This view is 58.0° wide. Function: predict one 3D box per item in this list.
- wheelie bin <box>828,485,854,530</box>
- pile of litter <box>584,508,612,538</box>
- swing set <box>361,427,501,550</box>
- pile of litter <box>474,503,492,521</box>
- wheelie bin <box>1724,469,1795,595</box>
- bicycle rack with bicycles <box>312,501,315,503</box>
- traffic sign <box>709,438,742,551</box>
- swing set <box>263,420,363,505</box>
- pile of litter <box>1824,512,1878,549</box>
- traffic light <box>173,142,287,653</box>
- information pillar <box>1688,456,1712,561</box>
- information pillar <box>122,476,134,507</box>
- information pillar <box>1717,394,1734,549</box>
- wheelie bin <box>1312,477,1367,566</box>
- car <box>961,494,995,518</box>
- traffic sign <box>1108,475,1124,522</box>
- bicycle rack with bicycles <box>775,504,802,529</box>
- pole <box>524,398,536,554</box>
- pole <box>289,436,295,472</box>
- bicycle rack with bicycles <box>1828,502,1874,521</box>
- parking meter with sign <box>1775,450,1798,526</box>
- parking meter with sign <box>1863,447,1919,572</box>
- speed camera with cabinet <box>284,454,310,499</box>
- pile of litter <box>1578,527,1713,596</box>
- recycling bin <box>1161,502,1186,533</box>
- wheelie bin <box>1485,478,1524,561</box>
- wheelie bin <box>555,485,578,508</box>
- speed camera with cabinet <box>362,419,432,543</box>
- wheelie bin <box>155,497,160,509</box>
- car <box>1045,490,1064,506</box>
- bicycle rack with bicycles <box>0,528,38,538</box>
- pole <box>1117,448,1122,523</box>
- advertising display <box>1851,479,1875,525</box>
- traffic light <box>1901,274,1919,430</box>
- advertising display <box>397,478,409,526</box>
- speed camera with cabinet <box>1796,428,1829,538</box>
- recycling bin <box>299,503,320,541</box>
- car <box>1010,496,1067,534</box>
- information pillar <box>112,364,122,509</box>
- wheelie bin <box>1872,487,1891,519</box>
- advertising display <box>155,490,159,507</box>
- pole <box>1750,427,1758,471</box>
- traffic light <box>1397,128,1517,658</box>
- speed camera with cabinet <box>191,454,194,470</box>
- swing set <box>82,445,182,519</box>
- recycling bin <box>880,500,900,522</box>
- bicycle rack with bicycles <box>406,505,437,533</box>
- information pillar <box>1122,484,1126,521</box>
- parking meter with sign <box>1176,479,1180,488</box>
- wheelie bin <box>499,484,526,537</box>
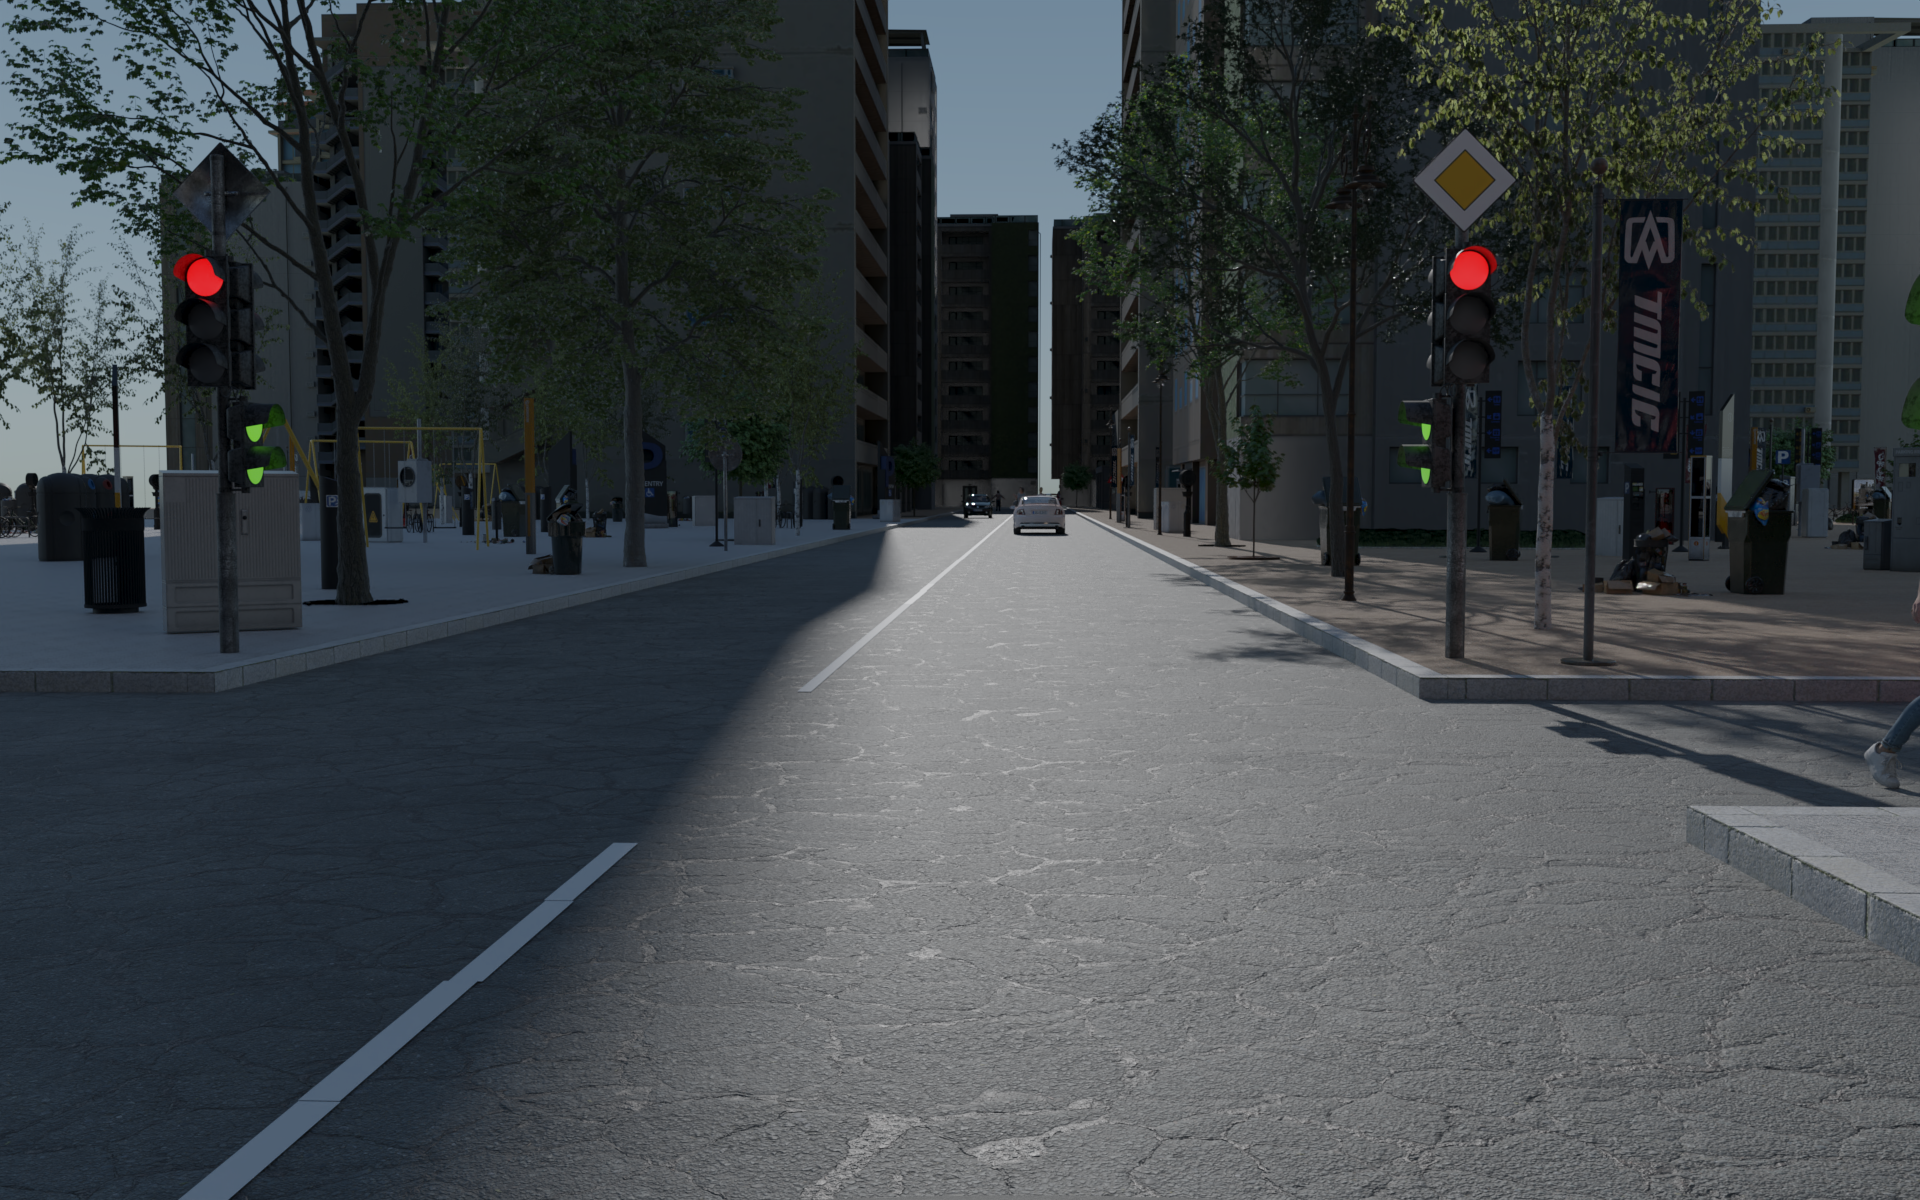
[{"bbox_3d":[-4.270,-3.322,62.229,0.980,1.594,0.693,0,4,3],"label":"wheelie bin"},{"bbox_3d":[-10.949,-2.296,51.512,1.176,0.858,1.719,0,4,-8],"label":"pile of litter"},{"bbox_3d":[-12.557,-2.633,40.672,3.119,2.851,2.862,-1,4,-10],"label":"swing set"},{"bbox_3d":[-22.272,-4.111,81.182,1.719,0.858,1.176,2,4,30],"label":"pile of litter"},{"bbox_3d":[10.296,-0.881,22.318,0.693,1.594,0.980,0,4,1],"label":"wheelie bin"},{"bbox_3d":[-32.489,-4.617,88.876,2.925,0.926,2.852,-3,5,-41],"label":"bicycle rack with bicycles"},{"bbox_3d":[-5.278,-2.377,38.964,0.768,2.556,0.104,0,4,6],"label":"traffic sign"},{"bbox_3d":[-13.339,-2.220,33.910,2.862,2.851,3.119,-1,4,-21],"label":"swing set"},{"bbox_3d":[21.142,-1.613,40.335,1.719,0.858,1.176,3,5,40],"label":"pile of litter"},{"bbox_3d":[-5.891,-1.527,13.889,0.839,4.253,0.868,0,4,3],"label":"traffic light"},{"bbox_3d":[14.194,-1.757,33.215,0.304,2.012,0.304,3,5,44],"label":"information pillar"},{"bbox_3d":[-33.877,-4.042,70.570,0.304,2.012,0.304,2,4,34],"label":"information pillar"},{"bbox_3d":[17.827,-2.996,40.335,0.504,3.616,0.183,-3,4,-37],"label":"information pillar"},{"bbox_3d":[6.791,-1.420,31.126,0.980,1.594,0.693,0,4,-3],"label":"wheelie bin"},{"bbox_3d":[1.090,-5.758,103.936,2.009,1.686,4.222,0,4,1],"label":"car"},{"bbox_3d":[7.333,-4.942,80.803,0.884,2.594,0.081,1,4,11],"label":"traffic sign"},{"bbox_3d":[-7.176,-3.160,65.043,2.852,0.926,2.925,-1,4,-10],"label":"bicycle rack with bicycles"},{"bbox_3d":[-9.154,-2.631,36.867,0.158,3.312,0.155,0,3,0],"label":"pole"},{"bbox_3d":[-23.422,-4.095,60.800,0.158,3.312,0.155,0,3,0],"label":"pole"},{"bbox_3d":[45.335,-4.442,86.005,2.925,0.926,2.852,0,4,0],"label":"bicycle rack with bicycles"},{"bbox_3d":[33.204,-4.478,69.472,0.543,3.016,1.738,3,5,39],"label":"parking meter with sign"},{"bbox_3d":[15.807,-1.974,28.539,0.543,3.016,1.738,-2,4,-27],"label":"parking meter with sign"},{"bbox_3d":[-32.946,-5.597,85.845,2.038,3.252,0.660,3,5,43],"label":"speed camera with cabinet"},{"bbox_3d":[8.826,-0.514,22.365,1.176,0.858,1.719,-1,4,-22],"label":"pile of litter"},{"bbox_3d":[7.143,-2.779,57.997,0.722,1.027,0.722,-1,4,-20],"label":"recycling bin"},{"bbox_3d":[10.509,-1.562,33.445,0.693,1.594,0.980,1,4,21],"label":"wheelie bin"},{"bbox_3d":[-13.619,-3.187,60.020,0.693,1.594,0.980,-2,4,-28],"label":"wheelie bin"},{"bbox_3d":[-14.902,-3.144,45.739,2.038,3.252,0.660,2,4,28],"label":"speed camera with cabinet"},{"bbox_3d":[-31.764,-3.767,69.495,0.693,1.594,0.980,1,4,9],"label":"wheelie bin"},{"bbox_3d":[7.534,-8.235,143.686,2.155,1.783,4.494,0,4,4],"label":"car"},{"bbox_3d":[-28.481,-2.296,50.917,2.852,0.926,2.925,3,4,37],"label":"bicycle rack with bicycles"},{"bbox_3d":[7.108,-5.099,77.206,0.158,3.312,0.155,0,3,0],"label":"pole"},{"bbox_3d":[37.979,-4.137,72.850,0.974,1.923,0.123,0,4,-7],"label":"advertising display"},{"bbox_3d":[3.504,-1.014,5.493,0.839,4.253,0.868,0,4,3],"label":"traffic light"},{"bbox_3d":[-22.287,-3.919,69.287,0.123,1.923,0.974,0,4,2],"label":"advertising display"},{"bbox_3d":[25.404,-3.502,51.601,0.660,3.252,2.038,1,4,17],"label":"speed camera with cabinet"},{"bbox_3d":[-17.919,-2.162,47.896,0.722,1.027,0.722,-3,4,-36],"label":"recycling bin"},{"bbox_3d":[2.856,-3.090,62.890,2.083,1.381,4.827,0,4,1],"label":"car"},{"bbox_3d":[-15.148,-2.433,31.128,0.183,3.616,0.504,-2,4,-24],"label":"information pillar"},{"bbox_3d":[36.325,-3.687,68.195,0.693,1.594,0.980,3,5,42],"label":"wheelie bin"},{"bbox_3d":[-35.379,-4.407,77.261,0.974,1.923,0.123,-2,4,-29],"label":"advertising display"},{"bbox_3d":[24.212,-3.612,52.891,0.158,3.312,0.155,0,3,0],"label":"pole"},{"bbox_3d":[3.861,-1.501,13.470,0.839,4.253,0.868,0,4,3],"label":"traffic light"},{"bbox_3d":[-36.970,-5.562,85.282,2.038,3.252,0.660,-1,4,-12],"label":"speed camera with cabinet"},{"bbox_3d":[-26.566,-3.533,55.378,3.119,2.851,2.862,-2,4,-23],"label":"swing set"},{"bbox_3d":[-3.211,-4.102,79.616,0.722,1.027,0.722,2,4,28],"label":"recycling bin"},{"bbox_3d":[-18.664,-2.733,58.069,2.852,0.926,2.925,0,4,5],"label":"bicycle rack with bicycles"},{"bbox_3d":[7.719,-4.766,82.413,0.304,2.012,0.304,1,4,13],"label":"information pillar"},{"bbox_3d":[11.065,-5.464,85.593,0.543,3.016,1.738,-2,4,-29],"label":"parking meter with sign"},{"bbox_3d":[-13.403,-2.694,51.953,0.693,1.594,0.980,1,4,12],"label":"wheelie bin"}]
